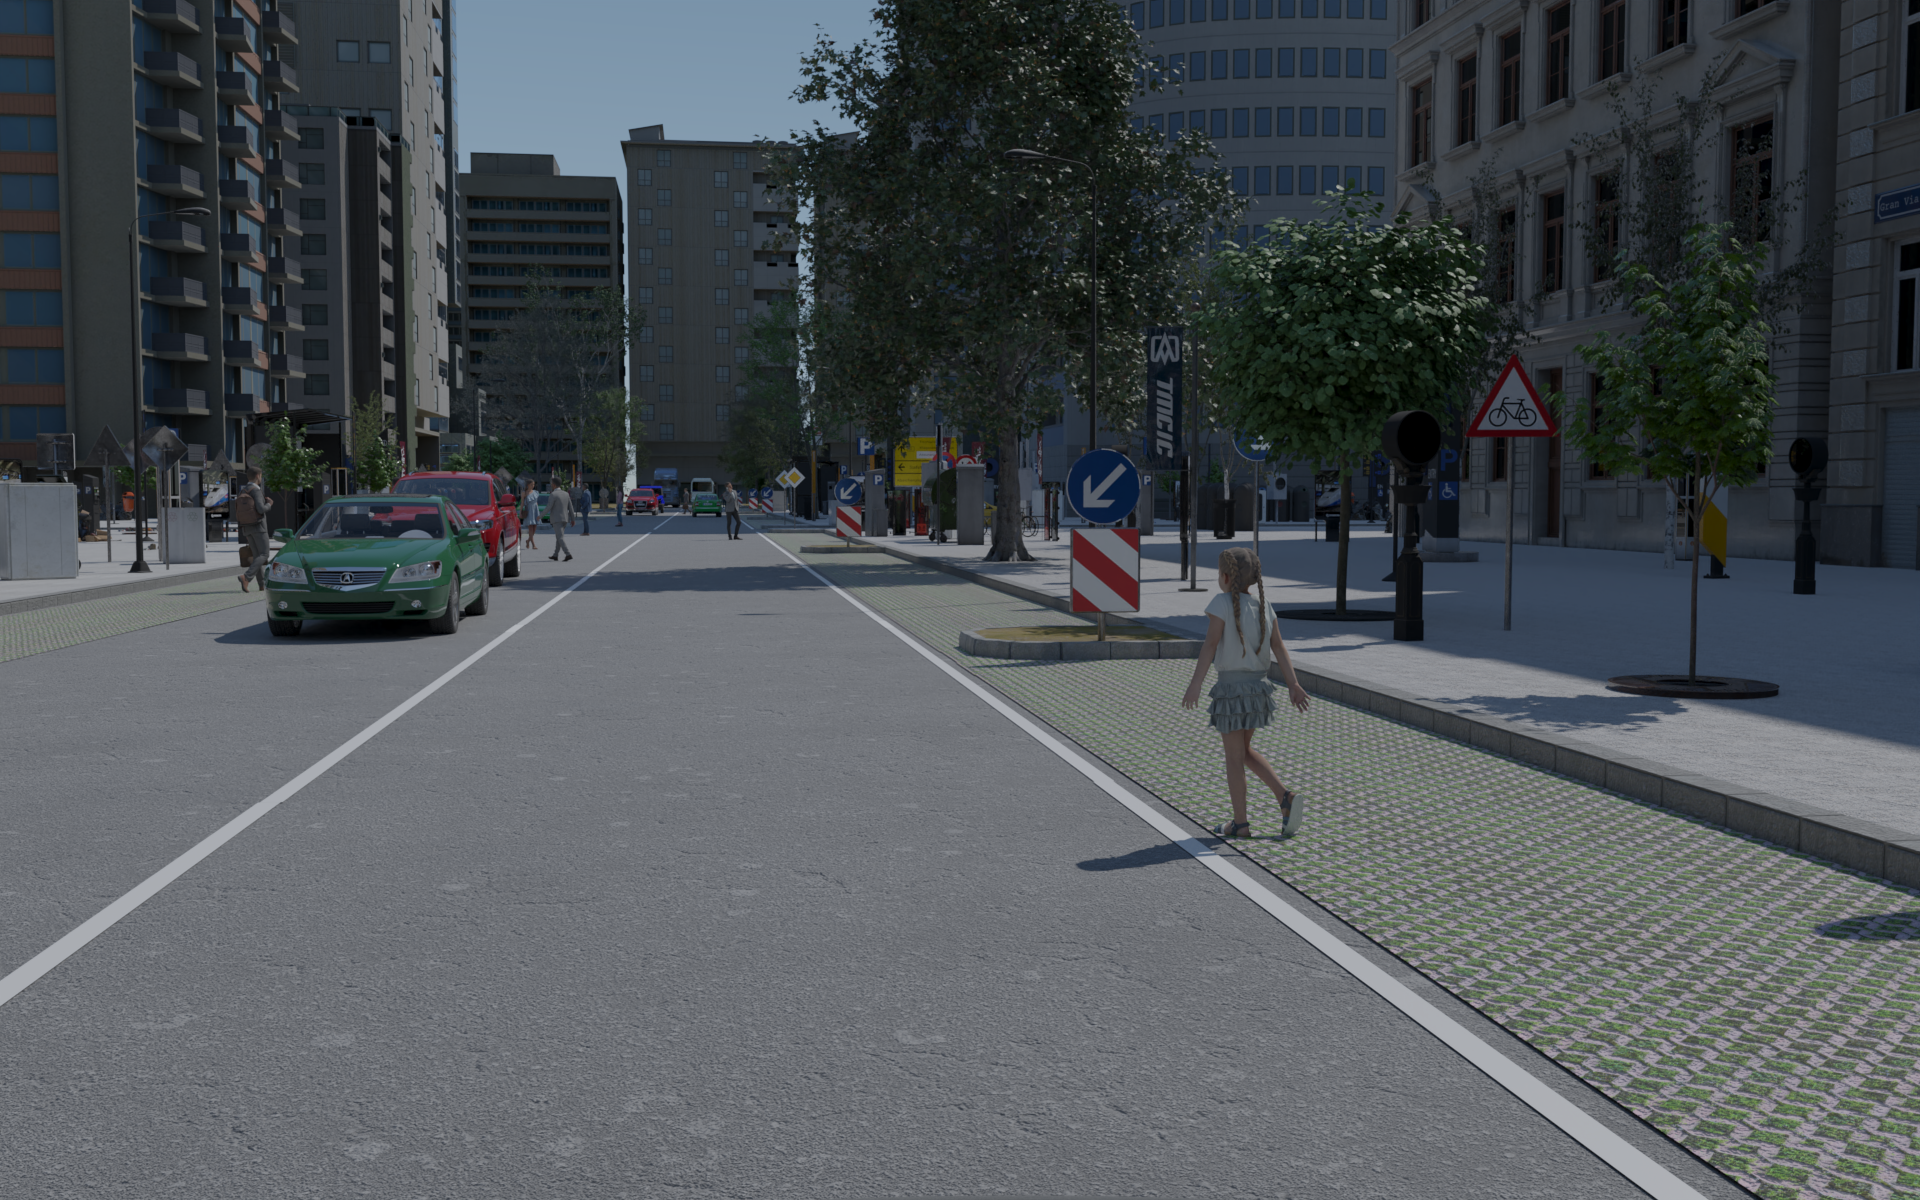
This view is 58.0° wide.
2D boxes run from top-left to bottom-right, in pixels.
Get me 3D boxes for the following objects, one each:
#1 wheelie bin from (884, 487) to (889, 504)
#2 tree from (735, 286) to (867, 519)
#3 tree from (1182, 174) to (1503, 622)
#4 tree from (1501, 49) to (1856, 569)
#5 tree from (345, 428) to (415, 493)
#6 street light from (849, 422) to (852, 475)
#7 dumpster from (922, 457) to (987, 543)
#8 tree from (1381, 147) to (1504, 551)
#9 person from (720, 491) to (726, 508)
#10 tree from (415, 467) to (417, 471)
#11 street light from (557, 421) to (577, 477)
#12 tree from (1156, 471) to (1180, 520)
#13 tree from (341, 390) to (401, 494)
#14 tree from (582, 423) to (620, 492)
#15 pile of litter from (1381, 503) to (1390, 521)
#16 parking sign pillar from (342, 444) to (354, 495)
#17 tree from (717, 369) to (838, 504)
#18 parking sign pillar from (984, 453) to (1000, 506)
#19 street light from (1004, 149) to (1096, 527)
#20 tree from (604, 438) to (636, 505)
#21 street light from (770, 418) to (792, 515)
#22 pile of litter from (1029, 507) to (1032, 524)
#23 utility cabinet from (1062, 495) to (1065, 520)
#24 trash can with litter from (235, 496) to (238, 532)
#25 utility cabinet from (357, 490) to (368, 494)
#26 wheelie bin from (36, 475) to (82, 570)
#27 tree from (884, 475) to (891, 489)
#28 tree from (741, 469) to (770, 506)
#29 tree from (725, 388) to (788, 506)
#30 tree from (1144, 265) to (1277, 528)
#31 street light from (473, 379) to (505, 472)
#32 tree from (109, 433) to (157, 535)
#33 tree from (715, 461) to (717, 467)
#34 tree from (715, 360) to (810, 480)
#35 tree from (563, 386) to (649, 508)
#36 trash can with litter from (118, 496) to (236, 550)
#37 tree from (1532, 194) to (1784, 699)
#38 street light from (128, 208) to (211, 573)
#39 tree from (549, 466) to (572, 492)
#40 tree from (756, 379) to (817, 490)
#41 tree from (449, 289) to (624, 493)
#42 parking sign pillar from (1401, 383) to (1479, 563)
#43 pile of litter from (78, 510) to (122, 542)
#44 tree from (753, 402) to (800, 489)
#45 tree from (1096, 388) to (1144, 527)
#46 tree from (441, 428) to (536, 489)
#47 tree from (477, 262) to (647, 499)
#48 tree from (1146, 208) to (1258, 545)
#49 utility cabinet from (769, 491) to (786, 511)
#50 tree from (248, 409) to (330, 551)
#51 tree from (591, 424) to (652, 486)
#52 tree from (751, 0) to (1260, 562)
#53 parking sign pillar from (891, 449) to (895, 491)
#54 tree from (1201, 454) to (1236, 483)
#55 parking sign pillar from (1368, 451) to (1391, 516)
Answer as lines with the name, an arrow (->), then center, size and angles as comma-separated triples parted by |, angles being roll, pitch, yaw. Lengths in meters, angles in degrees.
wheelie bin -> -3.329, -4.221, 76.914 | 0.693, 1.594, 0.980 | -1, 4, -15
tree -> -7.540, -9.916, 87.876 | 9.928, 11.665, 9.643 | 0, 3, 0
tree -> 3.917, -2.094, 17.951 | 4.285, 4.588, 4.351 | 0, 3, 0
tree -> 12.272, -4.821, 29.178 | 4.360, 8.622, 3.978 | 0, 3, 0
tree -> -17.333, -3.459, 51.152 | 1.663, 3.219, 1.824 | 0, 3, 0
street light -> -4.558, -5.561, 63.471 | 1.470, 5.913, 1.316 | -1, 4, -8
dumpster -> -0.145, -2.680, 46.306 | 1.502, 2.255, 1.985 | -1, 4, -8
tree -> 10.848, -5.342, 37.698 | 4.360, 8.622, 3.978 | 0, 3, 0
person -> -24.063, -10.272, 177.174 | 1.217, 1.743, 0.721 | 0, 4, 4
tree -> -37.381, -7.592, 118.722 | 1.663, 3.219, 1.824 | 0, 3, 0
street light -> -25.016, -8.419, 110.197 | 1.470, 5.913, 1.316 | -1, 4, -8
tree -> 10.461, -5.634, 86.715 | 1.663, 3.219, 1.824 | 0, 3, 0
tree -> -42.130, -10.586, 123.440 | 4.737, 8.622, 4.395 | 0, 3, 0
tree -> -36.812, -13.924, 178.014 | 4.737, 8.622, 4.395 | 0, 3, 0
pile of litter -> 20.412, -4.134, 81.554 | 1.176, 0.858, 1.719 | 1, 4, 15
parking sign pillar -> -33.238, -6.459, 94.081 | 1.447, 3.967, 1.447 | -1, 4, -12
tree -> -13.166, -11.956, 129.891 | 8.767, 10.594, 7.601 | -1, 4, -15
parking sign pillar -> 1.557, -6.390, 92.941 | 1.447, 3.967, 1.447 | 0, 4, -4
street light -> 1.284, -3.122, 23.589 | 1.470, 5.913, 1.316 | -1, 4, -8
tree -> -41.557, -15.888, 210.128 | 4.360, 8.622, 3.978 | 0, 3, 0
street light -> -10.913, -8.175, 106.207 | 1.470, 5.913, 1.316 | -1, 4, -8
pile of litter -> 3.548, -3.825, 76.504 | 1.176, 0.858, 1.719 | -2, 4, -31
utility cabinet -> 4.735, -4.543, 85.448 | 0.306, 1.237, 1.020 | 3, 5, 40
trash can with litter -> -24.092, -2.883, 58.190 | 2.233, 1.210, 1.678 | 1, 4, 11
utility cabinet -> -30.894, -4.948, 89.571 | 0.318, 1.500, 1.173 | 0, 4, -5
wheelie bin -> -14.904, -1.255, 28.435 | 0.980, 1.594, 0.693 | 2, 4, 25
tree -> -5.801, -8.189, 128.492 | 1.663, 3.219, 1.824 | 0, 3, 0
tree -> -22.441, -12.686, 191.134 | 4.285, 4.588, 4.351 | 0, 3, 0
tree -> -21.208, -16.249, 183.794 | 7.486, 12.596, 7.792 | 0, 3, 0
tree -> 8.730, -6.440, 55.650 | 4.360, 8.622, 3.978 | 0, 3, 0
street light -> -19.045, -5.958, 69.952 | 1.470, 5.913, 1.316 | -1, 4, -8
tree -> -26.057, -3.707, 55.209 | 1.663, 3.219, 1.824 | 0, 3, 0
tree -> -27.475, -17.593, 222.057 | 8.767, 10.594, 7.601 | 0, 4, 7
tree -> -17.200, -14.937, 154.596 | 12.009, 13.543, 11.850 | 0, 3, 0
tree -> -33.177, -14.476, 162.442 | 9.928, 11.665, 9.643 | 0, 3, 0
trash can with litter -> -18.482, -1.801, 40.508 | 1.678, 1.210, 2.233 | 1, 4, 16
tree -> 4.889, -1.022, 11.314 | 1.663, 3.219, 1.824 | 0, 3, 0
street light -> -12.852, -3.403, 28.177 | 1.470, 5.913, 1.316 | -1, 4, -8
tree -> -27.416, -7.613, 119.068 | 1.663, 3.219, 1.824 | 0, 3, 0
tree -> -10.816, -9.822, 110.950 | 4.360, 8.622, 3.978 | 0, 3, 0
tree -> -25.026, -11.791, 103.154 | 12.009, 13.543, 11.850 | 0, 3, 0
parking sign pillar -> 9.184, -2.726, 33.044 | 1.447, 3.967, 1.447 | 0, 4, 3
pile of litter -> -23.455, -2.001, 46.688 | 1.719, 0.858, 1.176 | -3, 5, -44
tree -> -14.798, -11.464, 137.803 | 4.737, 8.622, 4.395 | 0, 3, 0
tree -> 5.972, -6.797, 61.497 | 4.360, 8.622, 3.978 | 0, 3, 0
tree -> -22.975, -6.279, 86.377 | 4.285, 4.588, 4.351 | 0, 3, 0
tree -> -32.842, -17.581, 143.346 | 12.611, 20.169, 13.585 | 0, 3, 0
tree -> 6.172, -5.716, 43.826 | 4.737, 8.622, 4.395 | 0, 3, 0
utility cabinet -> -15.092, -8.269, 143.876 | 1.173, 1.500, 0.318 | -1, 4, -21
tree -> -15.380, -2.746, 39.492 | 1.663, 3.219, 1.824 | 0, 3, 0
tree -> -43.150, -17.493, 220.414 | 8.767, 10.594, 7.601 | 0, 4, -1
tree -> 0.868, -7.093, 32.984 | 9.611, 12.733, 9.660 | 0, 3, 0
parking sign pillar -> -3.669, -7.004, 102.988 | 1.447, 3.967, 1.447 | 1, 4, 22
tree -> 12.130, -5.355, 82.159 | 1.663, 3.219, 1.824 | 0, 3, 0
parking sign pillar -> 21.546, -6.123, 88.576 | 1.447, 3.967, 1.447 | 1, 4, 14
